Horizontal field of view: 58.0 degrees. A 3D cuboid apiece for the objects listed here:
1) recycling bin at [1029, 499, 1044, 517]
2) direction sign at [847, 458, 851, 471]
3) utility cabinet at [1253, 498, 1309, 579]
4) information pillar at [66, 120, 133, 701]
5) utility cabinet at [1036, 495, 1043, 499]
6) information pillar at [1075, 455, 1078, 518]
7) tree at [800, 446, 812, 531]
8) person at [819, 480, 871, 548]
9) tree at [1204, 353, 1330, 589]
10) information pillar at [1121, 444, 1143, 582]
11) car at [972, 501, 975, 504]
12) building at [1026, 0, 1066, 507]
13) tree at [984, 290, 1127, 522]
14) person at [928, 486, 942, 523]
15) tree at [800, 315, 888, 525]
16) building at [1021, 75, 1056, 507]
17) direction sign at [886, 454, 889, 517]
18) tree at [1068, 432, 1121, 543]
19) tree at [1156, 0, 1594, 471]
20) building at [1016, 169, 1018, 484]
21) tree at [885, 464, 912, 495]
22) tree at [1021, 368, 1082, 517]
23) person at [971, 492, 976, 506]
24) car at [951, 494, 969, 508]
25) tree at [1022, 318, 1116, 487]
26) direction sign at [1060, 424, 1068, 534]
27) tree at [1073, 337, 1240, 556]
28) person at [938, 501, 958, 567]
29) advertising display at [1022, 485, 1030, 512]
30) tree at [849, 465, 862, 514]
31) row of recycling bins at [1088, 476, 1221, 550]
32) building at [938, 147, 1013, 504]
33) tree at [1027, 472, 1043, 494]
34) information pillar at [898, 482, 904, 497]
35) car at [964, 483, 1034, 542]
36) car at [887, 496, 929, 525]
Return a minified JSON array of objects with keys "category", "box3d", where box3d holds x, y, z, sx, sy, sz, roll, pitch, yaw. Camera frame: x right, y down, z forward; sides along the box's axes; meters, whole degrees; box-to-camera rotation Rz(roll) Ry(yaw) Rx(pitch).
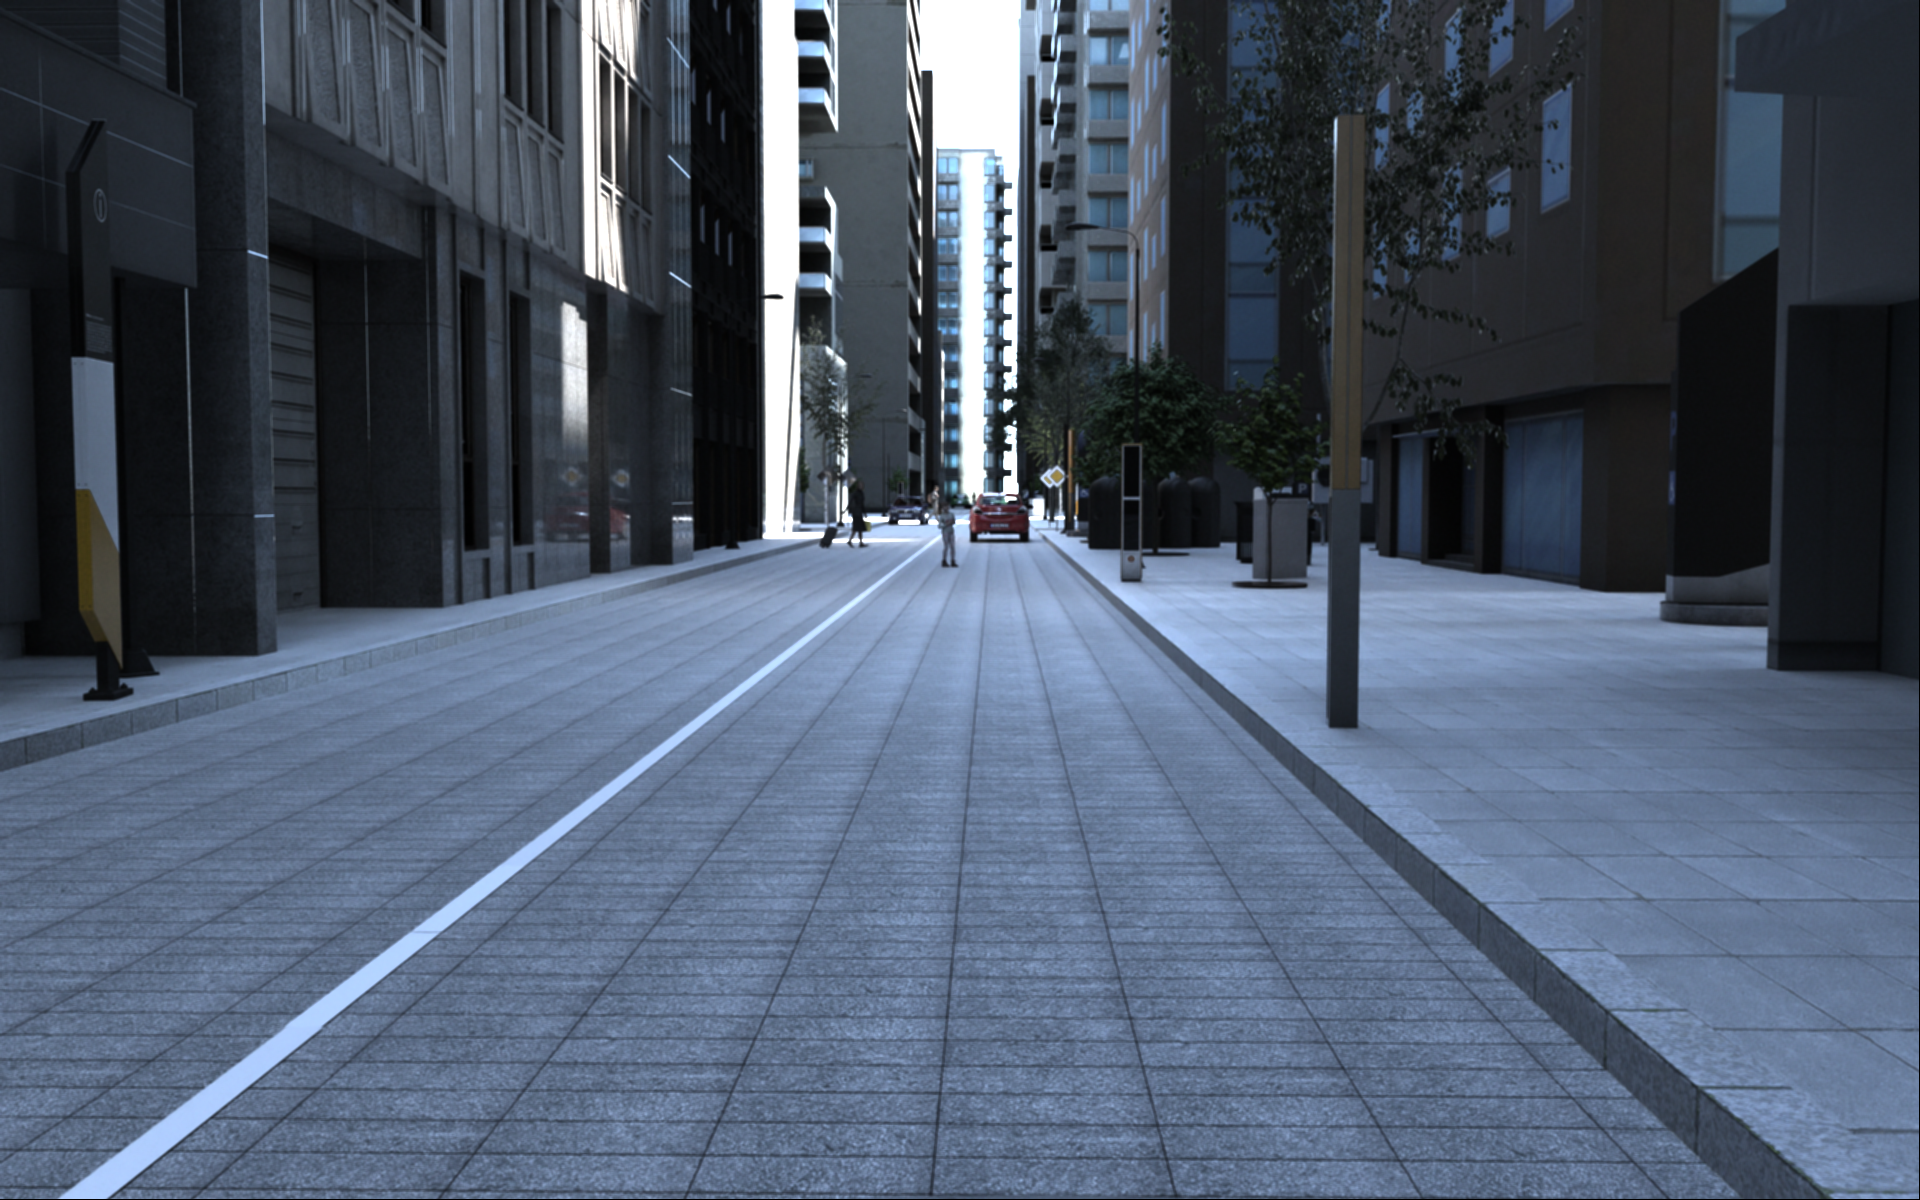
[{"category":"recycling bin","box3d":[4.239,-5.069,95.430,0.722,1.027,0.722,-1,4,-17]},{"category":"direction sign","box3d":[-7.161,-7.172,109.256,0.379,3.537,0.876,2,4,33]},{"category":"utility cabinet","box3d":[4.883,-0.934,26.429,1.020,1.237,0.306,-3,5,-42]},{"category":"information pillar","box3d":[-5.354,-1.185,10.722,0.183,3.616,0.504,0,4,-7]},{"category":"utility cabinet","box3d":[5.124,-6.118,111.195,0.306,1.237,1.020,0,4,-6]},{"category":"information pillar","box3d":[6.381,-6.145,91.827,0.504,3.616,0.183,0,4,-7]},{"category":"tree","box3d":[-5.709,-4.051,60.828,1.663,3.219,1.824,0,3,0]},{"category":"person","box3d":[-3.061,-2.310,46.479,1.509,1.804,0.699,-2,4,-26]},{"category":"tree","box3d":[4.411,-1.788,23.835,1.663,3.219,1.824,0,3,0]},{"category":"information pillar","box3d":[2.518,-1.277,25.369,0.304,2.012,0.304,1,4,8]},{"category":"car","box3d":[1.669,-4.938,92.534,2.131,1.459,4.920,0,4,3]},{"category":"building","box3d":[20.641,-34.961,160.857,28.713,52.752,27.495,0,4,1]},{"category":"tree","box3d":[4.511,-8.847,79.063,7.601,10.594,8.767,1,4,22]},{"category":"person","box3d":[-1.287,-4.798,86.912,0.822,1.834,0.622,0,4,-2]},{"category":"tree","box3d":[-5.346,-7.449,72.151,4.360,8.622,3.978,0,3,0]},{"category":"building","box3d":[13.816,-32.551,182.323,14.600,45.320,14.200,0,4,1]},{"category":"direction sign","box3d":[-4.066,-6.533,98.819,0.379,3.537,0.876,0,4,-1]},{"category":"tree","box3d":[3.623,-3.128,45.750,1.663,3.219,1.824,0,3,0]},{"category":"tree","box3d":[3.948,-4.108,17.521,4.360,8.622,3.978,0,3,0]},{"category":"building","box3d":[14.675,-35.584,231.914,14.200,45.320,14.600,0,4,1]},{"category":"tree","box3d":[-4.080,-7.196,112.249,1.663,3.219,1.824,0,3,0]},{"category":"tree","box3d":[5.431,-8.998,97.486,4.737,8.622,4.395,0,3,0]},{"category":"person","box3d":[1.610,-12.084,206.904,0.721,1.723,1.217,2,4,28]},{"category":"car","box3d":[0.022,-10.286,176.972,1.959,1.807,4.718,0,4,2]},{"category":"tree","box3d":[4.801,-7.423,71.728,4.360,8.622,3.978,0,3,0]},{"category":"direction sign","box3d":[3.418,-3.917,56.040,0.379,3.537,0.876,1,4,11]},{"category":"tree","box3d":[4.058,-3.226,36.462,4.285,4.588,4.351,0,3,0]},{"category":"person","box3d":[-0.214,-1.300,34.039,0.394,1.301,0.425,3,5,41]},{"category":"advertising display","box3d":[4.562,-6.993,119.541,0.123,1.923,0.974,-2,4,-26]},{"category":"tree","box3d":[-7.196,-7.229,112.802,1.663,3.219,1.824,0,3,0]},{"category":"row of recycling bins","box3d":[4.672,-2.075,41.043,3.534,1.692,1.069,-2,4,-28]},{"category":"building","box3d":[-8.002,-37.775,237.228,30.456,49.044,23.786,0,4,1]},{"category":"tree","box3d":[6.534,-9.262,146.035,1.663,3.219,1.824,0,3,0]},{"category":"information pillar","box3d":[-3.529,-6.063,103.621,0.304,2.012,0.304,1,4,16]},{"category":"car","box3d":[1.196,-2.696,53.119,2.155,1.783,4.494,0,4,1]},{"category":"car","box3d":[-2.413,-4.232,81.769,1.945,1.354,3.894,0,4,3]}]
